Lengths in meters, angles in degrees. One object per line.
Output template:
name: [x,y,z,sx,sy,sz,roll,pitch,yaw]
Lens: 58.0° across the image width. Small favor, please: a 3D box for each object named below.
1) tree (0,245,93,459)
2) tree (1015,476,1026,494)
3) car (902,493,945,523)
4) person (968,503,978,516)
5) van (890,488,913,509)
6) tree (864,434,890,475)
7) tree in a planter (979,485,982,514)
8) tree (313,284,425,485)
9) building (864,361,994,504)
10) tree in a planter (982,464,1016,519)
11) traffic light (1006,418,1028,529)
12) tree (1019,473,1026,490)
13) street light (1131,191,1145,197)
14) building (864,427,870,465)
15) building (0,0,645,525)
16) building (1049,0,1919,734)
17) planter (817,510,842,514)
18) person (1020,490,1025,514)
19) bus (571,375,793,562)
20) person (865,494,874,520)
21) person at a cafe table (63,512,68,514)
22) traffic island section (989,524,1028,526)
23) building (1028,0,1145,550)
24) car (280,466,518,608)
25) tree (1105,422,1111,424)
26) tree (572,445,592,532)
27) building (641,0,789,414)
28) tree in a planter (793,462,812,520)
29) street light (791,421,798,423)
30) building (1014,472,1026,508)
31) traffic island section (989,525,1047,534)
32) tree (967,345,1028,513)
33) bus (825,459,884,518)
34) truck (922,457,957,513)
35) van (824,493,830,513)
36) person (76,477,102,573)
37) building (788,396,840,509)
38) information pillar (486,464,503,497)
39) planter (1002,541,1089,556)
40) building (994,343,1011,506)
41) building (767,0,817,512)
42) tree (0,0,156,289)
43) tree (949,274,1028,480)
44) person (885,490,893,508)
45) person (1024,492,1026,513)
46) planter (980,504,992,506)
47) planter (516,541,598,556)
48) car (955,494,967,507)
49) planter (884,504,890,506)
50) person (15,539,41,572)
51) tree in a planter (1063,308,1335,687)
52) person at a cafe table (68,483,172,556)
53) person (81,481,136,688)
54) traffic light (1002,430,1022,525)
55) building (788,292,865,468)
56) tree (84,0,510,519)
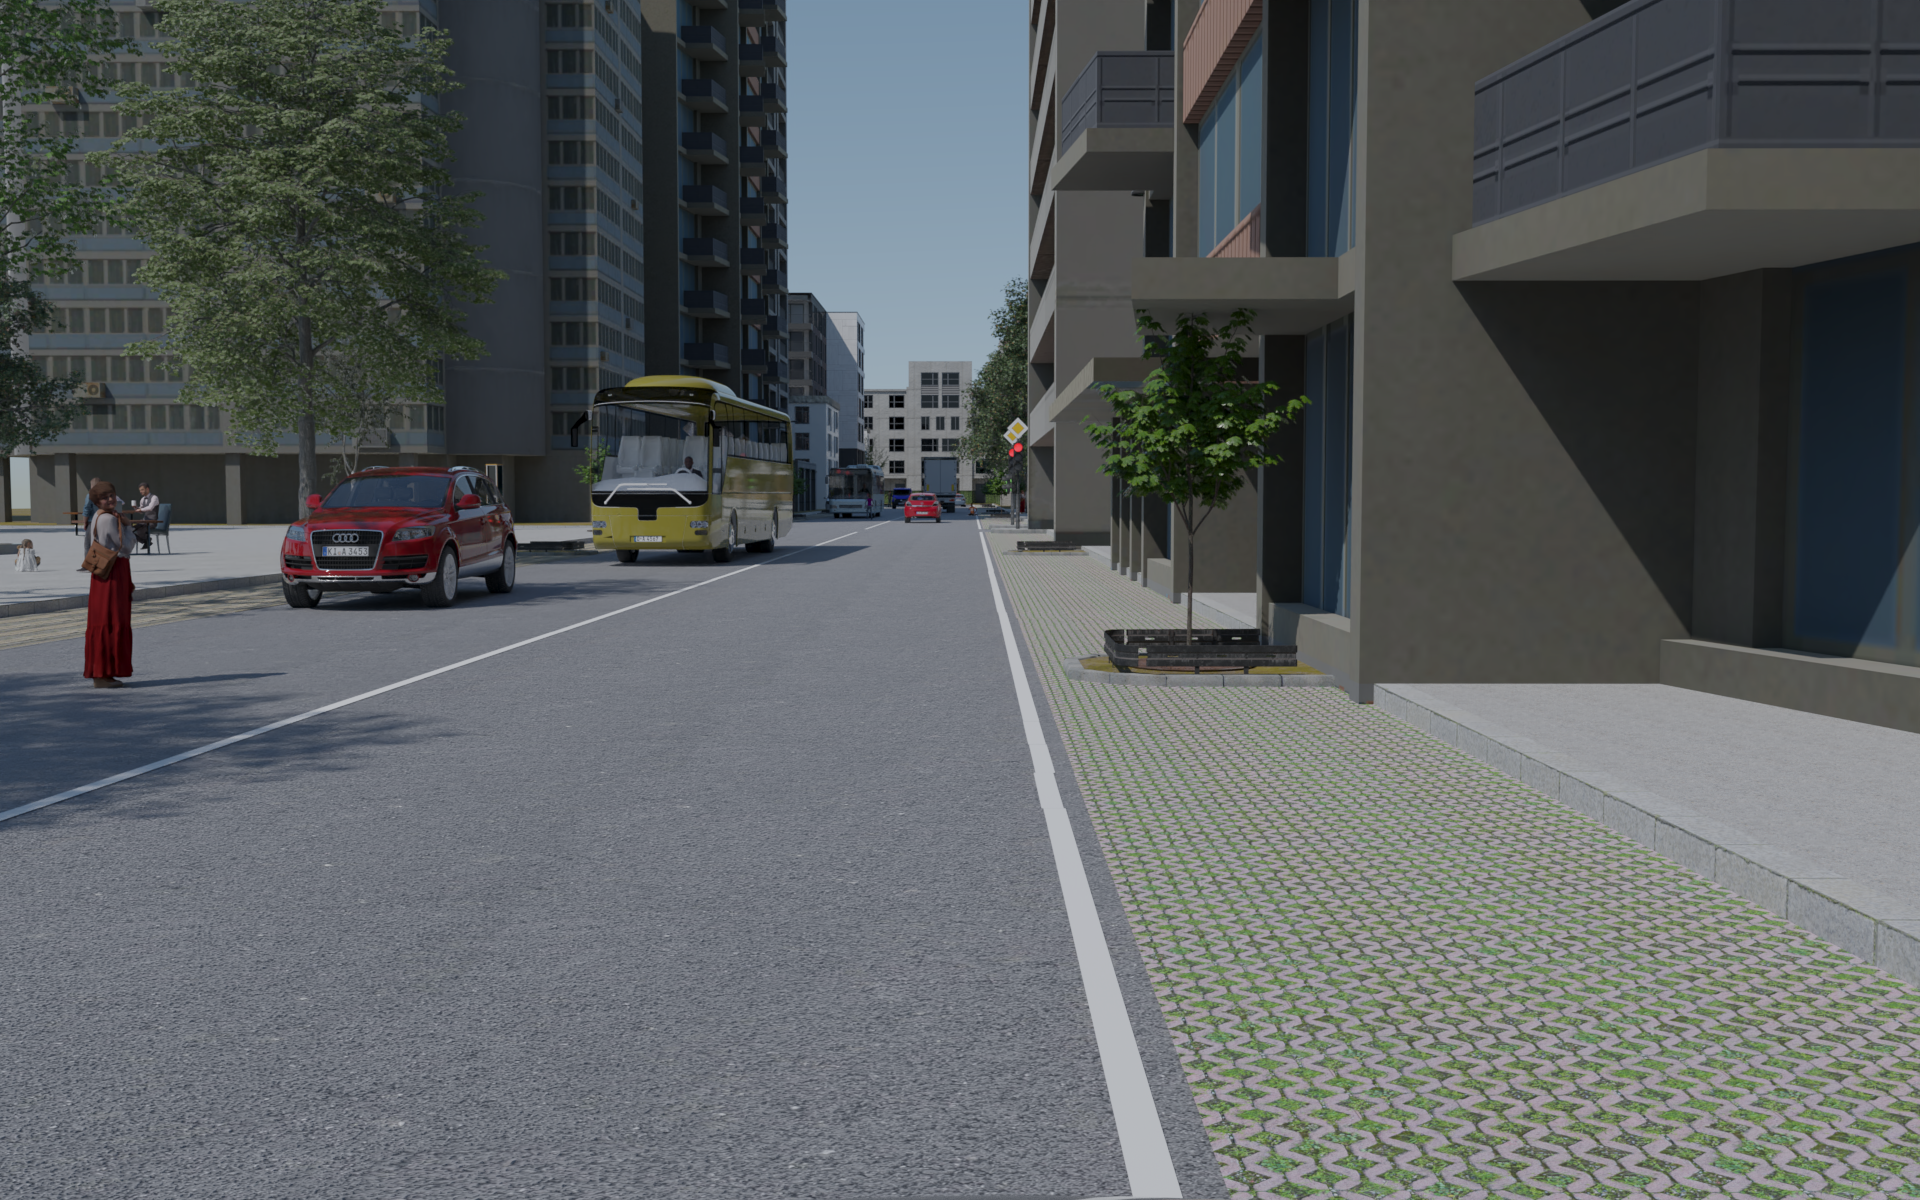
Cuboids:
tree: [-34.829,-8.608,57.741,9.611,12.733,9.660,0,3,0]
tree: [5.205,-9.770,154.347,1.663,3.219,1.824,0,3,0]
car: [-1.856,-4.773,87.077,2.155,1.783,4.494,0,3,0]
person: [0.795,-6.040,115.543,0.859,0.850,0.655,1,4,23]
van: [-5.654,-10.131,170.019,2.240,2.365,5.245,0,4,1]
tree: [-10.872,-15.995,211.881,4.737,8.622,4.395,0,3,0]
tree in a planter: [2.530,-7.817,125.033,1.991,3.239,1.994,0,4,0]
tree: [-20.536,-6.634,58.826,4.360,8.622,3.978,0,3,0]
building: [-6.781,-22.776,238.849,31.486,18.905,16.747,0,4,0]
tree in a planter: [2.365,-6.153,97.824,1.991,3.239,1.994,0,4,0]
traffic light: [2.106,-4.565,63.562,0.839,4.253,0.868,0,4,0]
tree: [5.188,-12.218,150.126,4.360,8.622,3.978,0,3,0]
street light: [3.296,-3.296,26.437,1.470,5.913,1.316,0,4,0]
building: [-25.596,-16.926,218.886,28.070,9.664,9.099,0,4,0]
building: [-28.508,-23.889,82.469,32.217,40.220,23.993,0,4,0]
building: [12.369,-22.261,18.591,22.147,44.769,28.867,0,4,0]
planter: [-9.108,-6.262,123.531,1.991,0.319,1.994,0,4,0]
person: [4.076,-6.398,113.112,0.387,1.526,0.523,-1,4,-15]
bus: [-5.871,-2.937,39.563,2.896,3.916,12.252,0,4,2]
person: [-5.111,-5.186,96.523,0.726,1.435,0.776,-2,4,-29]
person at a cafe table: [-26.147,-2.713,52.868,1.622,1.524,1.698,3,4,39]
traffic island section: [2.196,-3.020,71.660,2.009,0.180,2.903,0,4,0]
building: [13.068,-26.174,51.644,21.300,48.544,21.600,0,4,0]
car: [-7.485,-0.909,23.530,2.281,1.827,5.304,0,4,-1]
tree: [4.578,-3.263,37.056,4.285,4.588,4.351,0,3,0]
tree: [-12.111,-3.943,59.064,1.663,3.219,1.824,0,3,0]
building: [-22.630,-27.779,108.816,22.147,44.769,28.867,0,4,0]
tree in a planter: [-9.288,-6.072,96.499,1.991,3.239,1.994,0,4,0]
street light: [-10.963,-8.388,109.686,1.470,5.913,1.316,0,4,0]
building: [13.126,-20.126,185.472,16.016,20.091,11.380,0,4,0]
traffic island section: [2.146,-2.532,63.676,2.009,0.180,2.903,0,4,0]
tree: [4.180,-12.034,114.885,7.486,12.596,7.792,0,3,0]
bus: [-6.296,-6.826,106.469,2.948,3.499,13.247,0,4,1]
truck: [-1.602,-9.034,136.619,2.839,4.237,11.283,0,4,-1]
van: [-9.258,-7.586,131.049,2.013,2.044,4.112,0,4,0]
person: [-14.104,-1.221,28.217,0.499,1.552,0.429,-3,5,-41]
building: [-15.729,-13.431,161.744,9.099,9.664,28.070,0,4,0]
information pillar: [-11.426,-2.329,42.573,0.304,2.012,0.304,1,4,15]
planter: [2.000,-1.213,40.964,1.991,0.319,1.994,0,4,0]
building: [12.931,-20.827,206.981,16.747,18.905,31.486,0,4,0]
building: [-21.787,-42.483,132.857,20.563,71.187,20.611,0,4,0]
tree: [-12.857,-5.734,19.502,9.928,11.665,9.643,0,3,0]
tree: [4.211,-10.525,89.097,9.611,12.733,9.660,0,3,0]
person: [-7.457,-10.752,184.318,1.348,1.821,0.705,2,4,31]
person: [4.653,-6.859,118.332,0.875,1.805,0.789,-3,4,-37]
planter: [3.000,-10.965,200.416,1.991,0.319,1.994,0,4,0]
planter: [-9.638,-1.207,40.871,1.991,0.319,1.994,0,4,0]
car: [-0.225,-10.991,191.709,2.014,1.417,4.499,0,4,-1]
planter: [-8.632,-11.001,201.002,1.991,0.319,1.994,0,4,0]
person: [-15.413,-0.741,28.630,0.381,0.543,0.357,-2,4,-30]
tree in a planter: [1.832,-1.007,13.685,1.991,3.239,1.994,0,4,0]
person at a cafe table: [-17.537,-1.721,36.654,1.698,1.524,1.622,2,4,32]
person: [-6.320,-0.116,12.865,0.387,1.526,0.523,-2,4,-32]
traffic light: [2.156,-5.054,71.547,0.839,4.253,0.868,0,4,0]
building: [-25.448,-21.284,191.969,27.936,21.610,32.646,0,4,0]
tree: [-12.925,-7.102,34.243,7.486,12.596,7.792,0,3,0]
